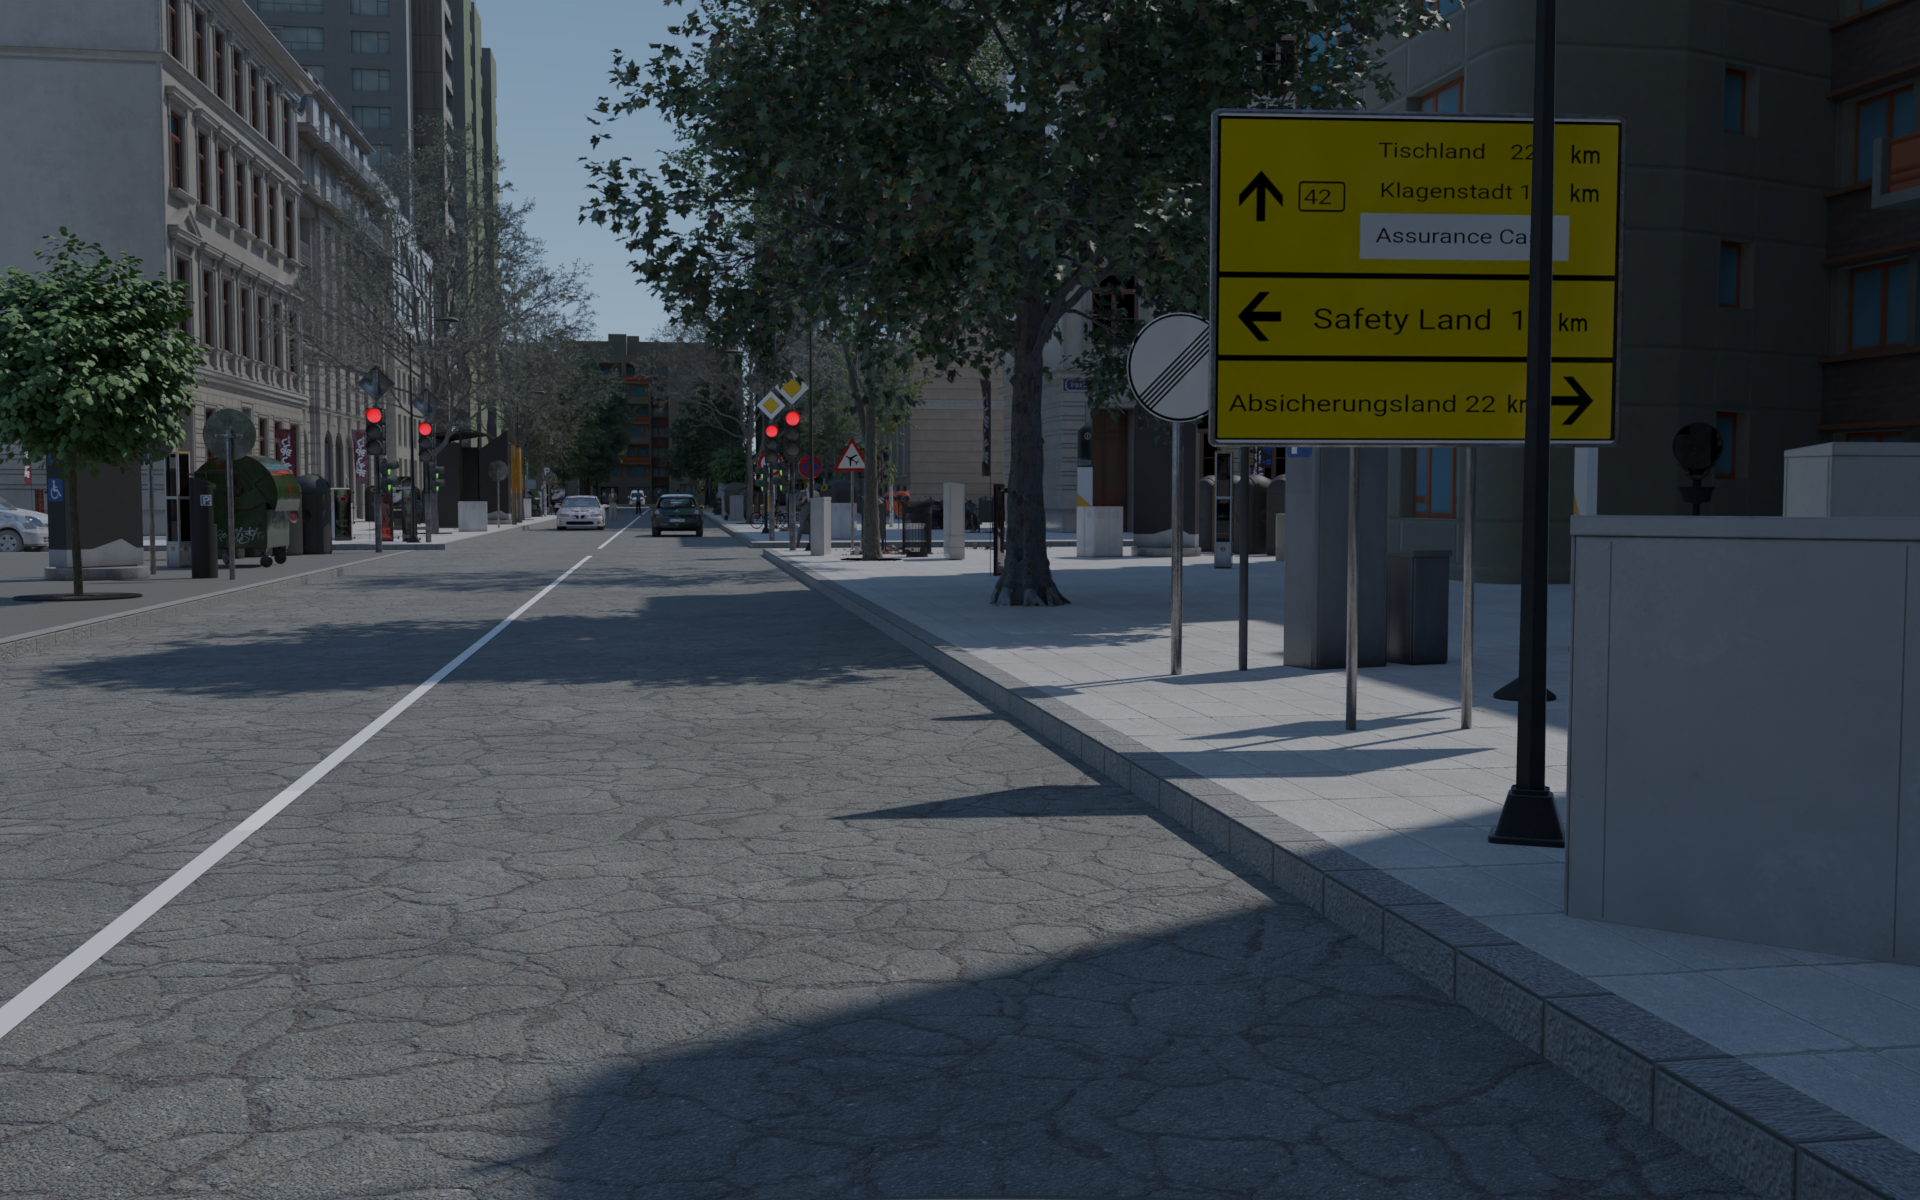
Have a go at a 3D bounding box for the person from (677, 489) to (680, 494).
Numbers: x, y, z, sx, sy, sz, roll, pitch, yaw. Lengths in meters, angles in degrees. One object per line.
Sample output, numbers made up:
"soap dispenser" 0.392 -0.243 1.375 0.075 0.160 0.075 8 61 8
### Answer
"person" -21.857 -7.716 134.660 0.705 1.823 1.348 0 4 2

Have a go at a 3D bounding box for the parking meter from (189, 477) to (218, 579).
"parking meter" -11.520 -1.099 26.381 0.372 1.533 0.369 0 3 0

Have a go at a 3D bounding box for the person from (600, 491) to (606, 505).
"person" -41.375 -11.755 200.559 0.599 1.838 0.709 -2 4 -35

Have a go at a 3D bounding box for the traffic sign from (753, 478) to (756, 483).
"traffic sign" -13.908 -7.012 114.744 0.768 2.556 0.104 0 4 -1

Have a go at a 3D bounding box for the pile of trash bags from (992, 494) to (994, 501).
"pile of trash bags" 0.339 -3.872 73.065 3.447 1.369 1.912 -1 4 -22

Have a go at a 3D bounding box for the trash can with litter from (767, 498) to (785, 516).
"trash can with litter" -10.832 -5.507 101.428 1.055 1.170 0.624 -3 5 -44

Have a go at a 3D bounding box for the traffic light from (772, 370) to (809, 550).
"traffic light" -3.832 -3.084 39.339 0.839 4.253 0.868 -1 4 -10

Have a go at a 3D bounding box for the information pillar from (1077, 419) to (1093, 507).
"information pillar" 3.875 -3.799 53.464 0.504 3.616 0.183 1 4 22

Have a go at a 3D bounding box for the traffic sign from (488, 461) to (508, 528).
"traffic sign" -17.592 -4.029 65.985 0.768 2.556 0.104 0 4 -3

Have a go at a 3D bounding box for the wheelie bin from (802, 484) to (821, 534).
"wheelie bin" -4.649 -2.886 55.096 0.693 1.594 0.980 -3 5 -41

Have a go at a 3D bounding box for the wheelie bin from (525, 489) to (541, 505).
"wheelie bin" -25.071 -5.730 101.593 0.693 1.594 0.980 1 4 22

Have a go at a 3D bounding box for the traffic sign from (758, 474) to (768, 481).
"traffic sign" -9.642 -5.232 85.552 0.884 2.594 0.081 0 4 -3

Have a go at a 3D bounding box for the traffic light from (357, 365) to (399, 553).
"traffic light" -12.715 -2.991 37.832 0.839 4.253 0.868 -1 4 -10

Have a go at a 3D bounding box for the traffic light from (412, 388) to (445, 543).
"traffic light" -14.042 -3.473 45.706 0.839 4.253 0.868 -1 4 -10

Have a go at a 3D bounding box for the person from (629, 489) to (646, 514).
"person" -23.288 -7.147 125.333 1.348 1.826 0.705 -2 4 -35

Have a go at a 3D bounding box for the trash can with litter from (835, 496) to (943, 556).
"trash can with litter" -1.435 -1.574 36.789 2.233 1.210 1.678 0 4 -8

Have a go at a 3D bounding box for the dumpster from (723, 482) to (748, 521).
"dumpster" -10.857 -4.794 84.145 1.264 1.857 1.865 -1 4 -10

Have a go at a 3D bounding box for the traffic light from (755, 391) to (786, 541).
"traffic light" -5.158 -3.565 47.214 0.839 4.253 0.868 -1 4 -10

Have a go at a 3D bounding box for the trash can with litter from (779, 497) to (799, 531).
"trash can with litter" -5.695 -3.018 60.408 1.678 1.210 2.233 1 4 10

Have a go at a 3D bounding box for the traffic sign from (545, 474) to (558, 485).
"traffic sign" -24.628 -6.378 104.385 0.768 2.556 0.104 -1 4 -8

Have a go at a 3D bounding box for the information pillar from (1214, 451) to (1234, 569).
"information pillar" 4.545 -1.550 29.828 0.304 2.012 0.304 1 4 13

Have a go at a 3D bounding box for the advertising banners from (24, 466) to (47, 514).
"advertising banners" -26.518 -3.285 49.902 0.090 3.025 2.074 0 4 -4

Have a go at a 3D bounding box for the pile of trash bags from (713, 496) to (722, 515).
"pile of trash bags" -14.407 -6.005 107.927 1.912 1.369 3.447 0 4 -7

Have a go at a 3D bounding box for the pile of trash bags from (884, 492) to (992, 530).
"pile of trash bags" -0.894 -3.272 63.243 3.447 1.369 1.912 2 4 27

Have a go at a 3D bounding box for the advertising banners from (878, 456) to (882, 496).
"advertising banners" -3.820 -5.125 79.983 0.090 3.025 2.074 -1 4 -12

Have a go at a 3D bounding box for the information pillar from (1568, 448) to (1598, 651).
"information pillar" 5.058 -1.383 13.966 0.183 3.616 0.504 0 4 8

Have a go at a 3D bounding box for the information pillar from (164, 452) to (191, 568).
"information pillar" -13.617 -1.571 30.174 0.304 2.012 0.304 1 4 20

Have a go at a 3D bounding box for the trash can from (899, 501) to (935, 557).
"trash can" -0.880 -1.452 35.398 0.748 1.137 0.748 0 3 0

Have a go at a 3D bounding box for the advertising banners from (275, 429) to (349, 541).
"advertising banners" -17.485 -3.106 46.970 2.074 3.025 0.090 -3 4 -37

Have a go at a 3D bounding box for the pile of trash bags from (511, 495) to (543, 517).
"pile of trash bags" -24.376 -5.256 95.683 1.912 1.369 3.447 0 4 5

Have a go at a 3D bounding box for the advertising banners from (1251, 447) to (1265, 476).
"advertising banners" 8.406 -3.484 53.157 2.074 3.025 0.090 1 4 9

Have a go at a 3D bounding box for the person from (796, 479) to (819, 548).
"person" -3.809 -2.140 43.456 0.622 1.834 0.822 -2 4 -24

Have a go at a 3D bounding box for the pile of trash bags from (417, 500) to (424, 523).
"pile of trash bags" -23.190 -4.039 75.784 1.912 1.369 3.447 -1 4 -20

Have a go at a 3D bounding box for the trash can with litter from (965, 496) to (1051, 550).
"trash can with litter" 1.011 -1.789 40.302 2.233 1.210 1.678 0 4 2

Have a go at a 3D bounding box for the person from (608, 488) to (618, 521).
"person" -18.803 -5.183 93.796 0.519 1.759 0.362 0 4 -1

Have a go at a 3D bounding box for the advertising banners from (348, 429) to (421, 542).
"advertising banners" -15.510 -3.093 46.756 2.074 3.025 0.090 1 4 16

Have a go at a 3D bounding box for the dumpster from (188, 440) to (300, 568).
"dumpster" -12.708 -1.730 30.785 1.502 2.255 1.985 -1 4 -9

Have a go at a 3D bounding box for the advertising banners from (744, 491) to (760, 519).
"advertising banners" -10.500 -5.707 89.500 0.090 3.025 2.074 -3 5 -44

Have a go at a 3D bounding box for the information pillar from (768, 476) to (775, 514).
"information pillar" -7.259 -4.606 66.661 0.183 3.616 0.504 -2 4 -32

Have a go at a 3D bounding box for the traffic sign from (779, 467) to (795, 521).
"traffic sign" -8.080 -4.939 80.853 0.768 2.556 0.104 0 4 -1

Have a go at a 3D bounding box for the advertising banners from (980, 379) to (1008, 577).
"advertising banners" 0.628 -1.901 27.277 0.090 3.025 2.074 1 4 18

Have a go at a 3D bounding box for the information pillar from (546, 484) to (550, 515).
"information pillar" -25.533 -6.270 107.003 0.304 2.012 0.304 -1 4 -17

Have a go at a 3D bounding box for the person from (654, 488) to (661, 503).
"person" -19.757 -6.448 113.702 0.755 1.850 0.659 -1 4 -10
